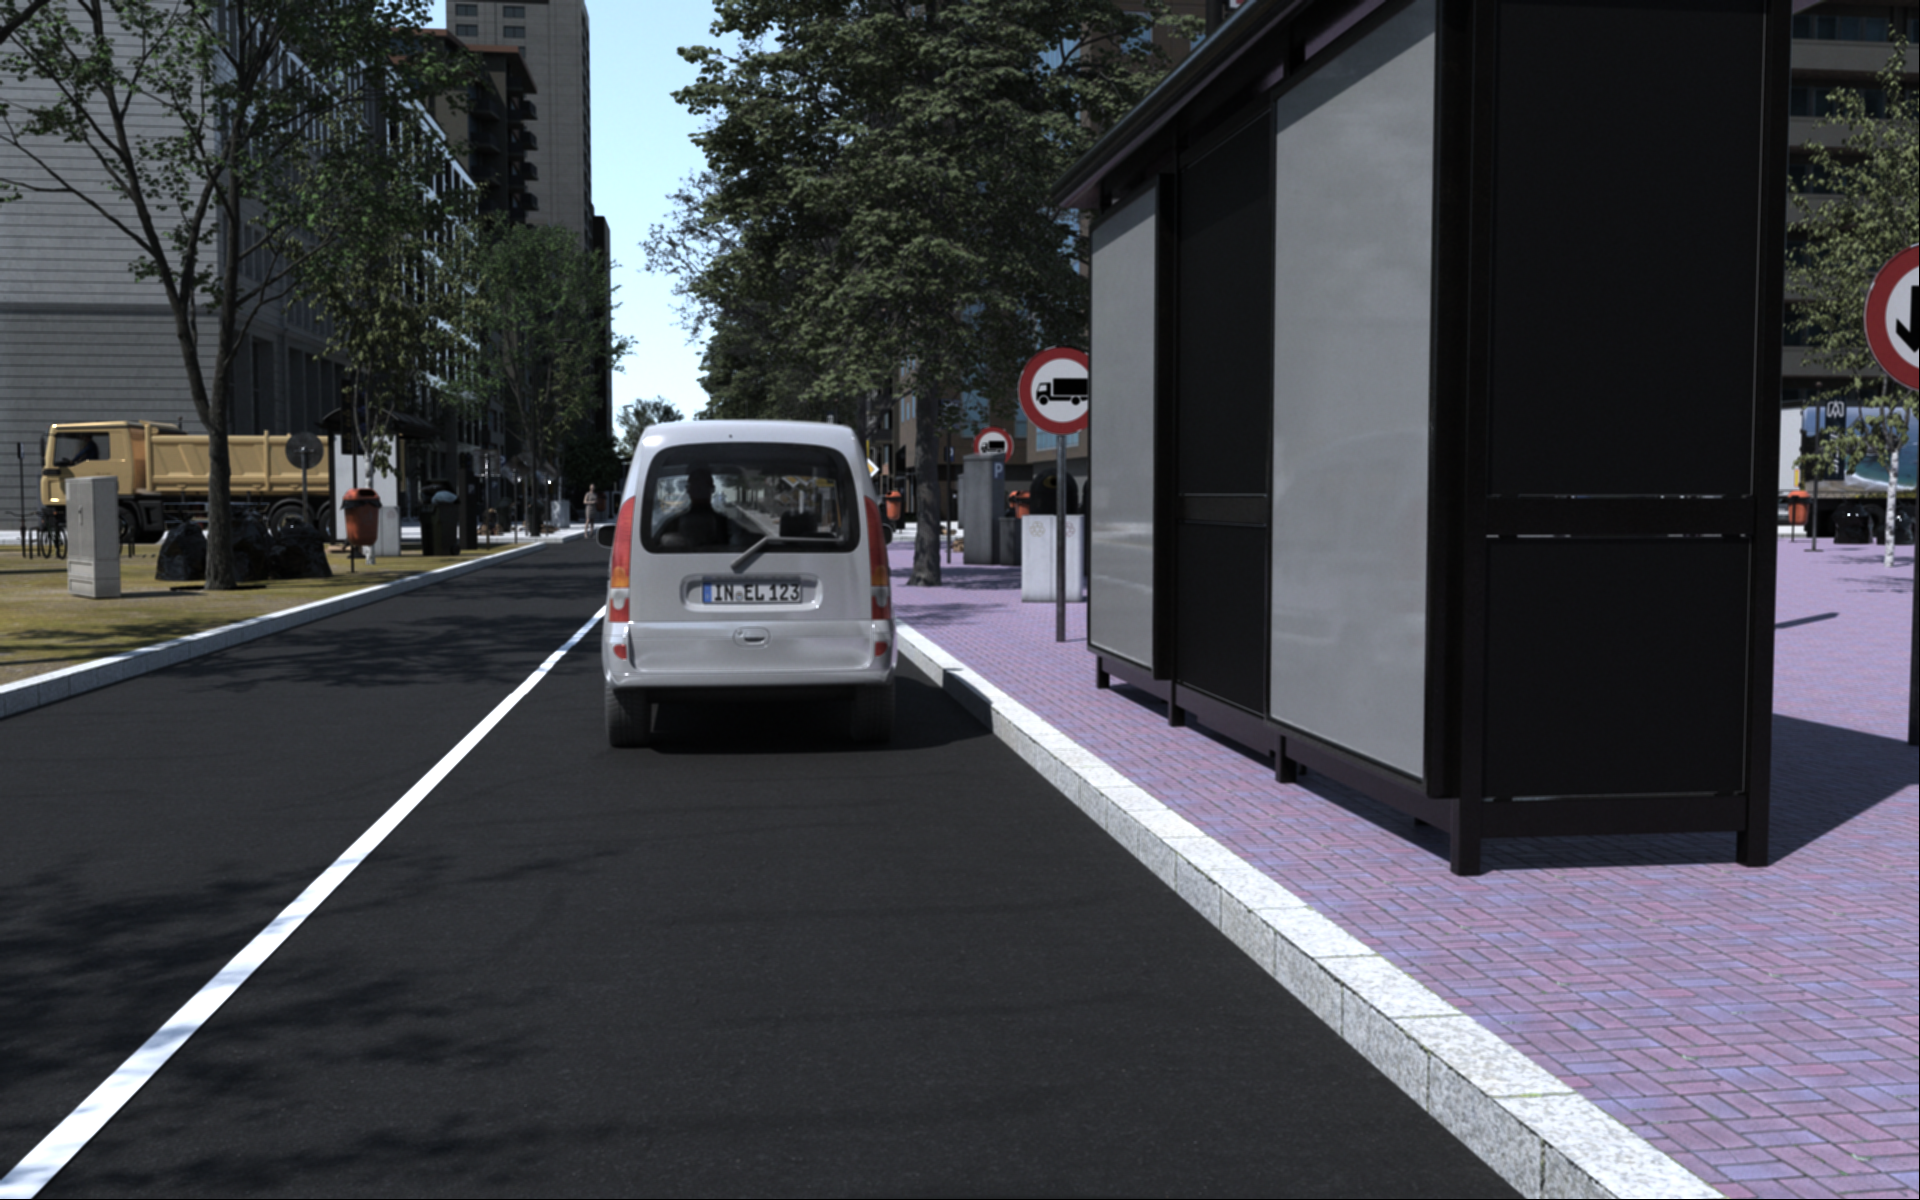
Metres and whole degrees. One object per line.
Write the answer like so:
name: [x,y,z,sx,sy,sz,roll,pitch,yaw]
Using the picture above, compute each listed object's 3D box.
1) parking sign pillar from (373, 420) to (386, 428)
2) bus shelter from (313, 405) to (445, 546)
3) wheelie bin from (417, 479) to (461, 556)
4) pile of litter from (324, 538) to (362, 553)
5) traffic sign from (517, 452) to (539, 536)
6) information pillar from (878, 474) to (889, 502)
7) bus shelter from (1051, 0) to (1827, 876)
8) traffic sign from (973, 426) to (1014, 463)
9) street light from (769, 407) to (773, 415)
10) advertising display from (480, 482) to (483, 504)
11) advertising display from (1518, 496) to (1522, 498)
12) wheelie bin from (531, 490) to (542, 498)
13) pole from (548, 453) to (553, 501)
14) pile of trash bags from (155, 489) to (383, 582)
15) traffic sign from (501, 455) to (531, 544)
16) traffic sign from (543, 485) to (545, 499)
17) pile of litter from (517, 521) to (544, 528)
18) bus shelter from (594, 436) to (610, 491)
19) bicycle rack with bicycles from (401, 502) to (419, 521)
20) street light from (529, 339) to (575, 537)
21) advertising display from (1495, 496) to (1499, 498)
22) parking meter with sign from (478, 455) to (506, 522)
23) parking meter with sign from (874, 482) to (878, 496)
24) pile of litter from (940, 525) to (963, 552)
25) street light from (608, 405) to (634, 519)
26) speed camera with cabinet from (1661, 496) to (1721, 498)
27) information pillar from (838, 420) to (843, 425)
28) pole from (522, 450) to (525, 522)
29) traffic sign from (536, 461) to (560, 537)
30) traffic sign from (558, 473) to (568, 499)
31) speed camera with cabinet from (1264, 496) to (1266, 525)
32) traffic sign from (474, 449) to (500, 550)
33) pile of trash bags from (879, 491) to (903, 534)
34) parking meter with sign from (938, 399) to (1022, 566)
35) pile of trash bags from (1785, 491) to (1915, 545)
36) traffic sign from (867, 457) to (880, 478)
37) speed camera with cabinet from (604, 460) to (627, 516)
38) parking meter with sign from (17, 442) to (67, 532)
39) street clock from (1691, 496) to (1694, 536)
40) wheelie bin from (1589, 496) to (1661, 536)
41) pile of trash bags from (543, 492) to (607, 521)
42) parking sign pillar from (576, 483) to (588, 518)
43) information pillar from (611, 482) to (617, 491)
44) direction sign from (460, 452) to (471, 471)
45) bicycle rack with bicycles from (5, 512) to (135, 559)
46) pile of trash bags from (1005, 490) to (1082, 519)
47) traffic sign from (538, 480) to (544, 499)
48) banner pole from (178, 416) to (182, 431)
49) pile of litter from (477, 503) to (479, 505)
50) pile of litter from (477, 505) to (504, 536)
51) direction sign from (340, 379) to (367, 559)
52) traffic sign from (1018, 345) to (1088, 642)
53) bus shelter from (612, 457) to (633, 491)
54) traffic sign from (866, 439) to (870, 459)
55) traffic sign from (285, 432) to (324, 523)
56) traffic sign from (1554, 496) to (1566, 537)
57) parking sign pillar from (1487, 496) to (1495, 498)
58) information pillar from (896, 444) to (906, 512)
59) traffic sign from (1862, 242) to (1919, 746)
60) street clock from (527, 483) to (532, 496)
parking sign pillar: [-18.643,-4.042,54.554,1.447,3.967,1.447,0,4,4]
bus shelter: [-13.790,-2.912,41.529,2.014,3.302,5.546,0,4,-8]
wheelie bin: [-10.793,-1.712,35.907,0.980,1.594,0.693,2,4,28]
pile of litter: [-13.234,-1.457,37.784,1.176,0.858,1.719,-3,5,-41]
traffic sign: [-13.217,-3.221,52.767,0.768,2.556,0.104,0,4,-5]
information pillar: [-2.856,-3.670,64.490,0.304,2.012,0.304,-2,4,-25]
bus shelter: [1.883,-1.978,9.980,2.179,5.291,8.768,0,4,-8]
traffic sign: [0.617,-1.980,32.474,0.768,2.556,0.104,0,4,-1]
street light: [-10.201,-7.150,89.441,1.470,5.913,1.316,0,4,-8]
advertising display: [-26.096,-5.504,95.205,0.123,1.923,0.974,1,4,14]
advertising display: [24.764,-4.420,77.484,0.123,1.923,0.974,-2,4,-25]
wheelie bin: [-27.792,-6.472,113.732,0.980,1.594,0.693,3,4,36]
pole: [-20.439,-5.667,86.506,0.158,3.312,0.155,0,3,0]
pile of trash bags: [-10.453,-1.040,26.758,1.912,1.369,3.447,2,4,34]
traffic sign: [-11.351,-2.483,44.236,0.795,2.450,0.064,0,4,-8]
traffic sign: [-21.686,-5.523,90.300,0.884,2.594,0.081,0,3,0]
pile of litter: [-16.426,-3.249,67.083,1.719,0.858,1.176,-3,5,-40]
bus shelter: [-24.462,-8.676,119.490,2.179,5.291,8.768,0,4,-8]
bicycle rack with bicycles: [-25.334,-4.242,82.743,2.925,0.926,2.852,-3,5,-41]
street light: [-12.239,-4.859,51.991,1.470,5.913,1.316,0,4,-8]
advertising display: [30.123,-5.548,95.919,0.974,1.923,0.123,2,4,28]
parking meter with sign: [-21.207,-5.019,78.324,1.738,3.016,0.543,3,5,43]
parking meter with sign: [-5.146,-7.069,111.839,1.738,3.016,0.543,1,4,13]
pile of litter: [0.311,-1.519,38.805,1.719,0.858,1.176,-3,4,-37]
street light: [-17.672,-7.197,90.219,1.470,5.913,1.316,0,4,-8]
speed camera with cabinet: [26.592,-4.201,63.014,0.660,3.252,2.038,-3,4,-37]
information pillar: [-3.582,-3.792,53.357,0.504,3.616,0.183,0,4,1]
pole: [-20.238,-5.294,80.403,0.158,3.312,0.155,0,3,0]
traffic sign: [-12.445,-2.967,52.146,0.795,2.450,0.064,0,4,-8]
traffic sign: [-22.542,-6.017,98.486,0.768,2.556,0.104,0,4,2]
speed camera with cabinet: [7.970,-3.071,44.554,2.038,3.252,0.660,-3,4,-38]
traffic sign: [-10.766,-2.283,39.460,0.606,2.300,0.079,0,4,1]
pile of trash bags: [-2.849,-2.899,57.148,1.912,1.369,3.447,-2,4,-31]
parking meter with sign: [0.430,-2.149,31.390,1.738,3.016,0.543,3,5,39]
pile of trash bags: [23.227,-2.165,45.145,1.912,1.369,3.447,-3,4,-37]
traffic sign: [-2.851,-3.170,53.014,0.795,2.450,0.064,0,4,-2]
speed camera with cabinet: [-19.762,-6.491,100.456,0.660,3.252,2.038,2,4,28]
parking meter with sign: [-30.889,-3.821,58.732,1.738,3.016,0.543,-1,4,-18]
street clock: [16.700,-2.135,39.474,0.471,2.002,0.358,1,4,11]
wheelie bin: [8.235,-0.833,21.536,0.693,1.594,0.980,-2,4,-25]
pile of trash bags: [-18.687,-4.488,83.130,3.447,1.369,1.912,-1,4,-8]
parking sign pillar: [-19.717,-6.324,91.868,1.447,3.967,1.447,1,4,19]
information pillar: [-21.046,-6.157,105.166,0.304,2.012,0.304,1,4,15]
direction sign: [-26.819,-6.240,94.025,0.379,3.537,0.876,1,4,19]
bicycle rack with bicycles: [-17.919,-1.327,35.086,2.852,0.926,2.925,-1,4,-22]
pile of trash bags: [2.974,-2.882,56.875,3.447,1.369,1.912,3,5,41]
traffic sign: [-20.468,-5.120,84.901,0.795,2.450,0.064,0,4,-4]
banner pole: [-25.049,-4.015,55.668,0.401,3.779,0.863,-1,4,-17]
pile of litter: [-28.462,-5.431,102.769,1.176,0.858,1.719,0,4,-3]
pile of litter: [-14.825,-2.438,53.825,1.176,0.858,1.719,-2,4,-28]
direction sign: [-12.060,-2.601,34.519,0.379,3.537,0.876,1,4,13]
traffic sign: [0.876,-0.908,14.957,0.768,2.556,0.104,0,4,-3]
bus shelter: [-21.025,-7.254,109.887,1.731,3.624,6.357,0,4,-8]
traffic sign: [-4.444,-4.282,63.876,2.265,3.308,0.079,0,4,-2]
traffic sign: [-13.388,-2.158,35.394,0.768,2.556,0.104,0,4,-2]
traffic sign: [4.297,-0.751,12.391,0.768,2.556,0.104,0,4,-6]
parking sign pillar: [36.090,-7.946,118.384,1.447,3.967,1.447,-1,4,-8]
information pillar: [-2.773,-5.510,81.441,0.504,3.616,0.183,-1,4,-22]
traffic sign: [4.894,-0.530,8.779,0.768,2.556,0.104,0,4,-4]
street clock: [-26.621,-6.276,107.176,0.471,2.002,0.358,-3,5,-44]
